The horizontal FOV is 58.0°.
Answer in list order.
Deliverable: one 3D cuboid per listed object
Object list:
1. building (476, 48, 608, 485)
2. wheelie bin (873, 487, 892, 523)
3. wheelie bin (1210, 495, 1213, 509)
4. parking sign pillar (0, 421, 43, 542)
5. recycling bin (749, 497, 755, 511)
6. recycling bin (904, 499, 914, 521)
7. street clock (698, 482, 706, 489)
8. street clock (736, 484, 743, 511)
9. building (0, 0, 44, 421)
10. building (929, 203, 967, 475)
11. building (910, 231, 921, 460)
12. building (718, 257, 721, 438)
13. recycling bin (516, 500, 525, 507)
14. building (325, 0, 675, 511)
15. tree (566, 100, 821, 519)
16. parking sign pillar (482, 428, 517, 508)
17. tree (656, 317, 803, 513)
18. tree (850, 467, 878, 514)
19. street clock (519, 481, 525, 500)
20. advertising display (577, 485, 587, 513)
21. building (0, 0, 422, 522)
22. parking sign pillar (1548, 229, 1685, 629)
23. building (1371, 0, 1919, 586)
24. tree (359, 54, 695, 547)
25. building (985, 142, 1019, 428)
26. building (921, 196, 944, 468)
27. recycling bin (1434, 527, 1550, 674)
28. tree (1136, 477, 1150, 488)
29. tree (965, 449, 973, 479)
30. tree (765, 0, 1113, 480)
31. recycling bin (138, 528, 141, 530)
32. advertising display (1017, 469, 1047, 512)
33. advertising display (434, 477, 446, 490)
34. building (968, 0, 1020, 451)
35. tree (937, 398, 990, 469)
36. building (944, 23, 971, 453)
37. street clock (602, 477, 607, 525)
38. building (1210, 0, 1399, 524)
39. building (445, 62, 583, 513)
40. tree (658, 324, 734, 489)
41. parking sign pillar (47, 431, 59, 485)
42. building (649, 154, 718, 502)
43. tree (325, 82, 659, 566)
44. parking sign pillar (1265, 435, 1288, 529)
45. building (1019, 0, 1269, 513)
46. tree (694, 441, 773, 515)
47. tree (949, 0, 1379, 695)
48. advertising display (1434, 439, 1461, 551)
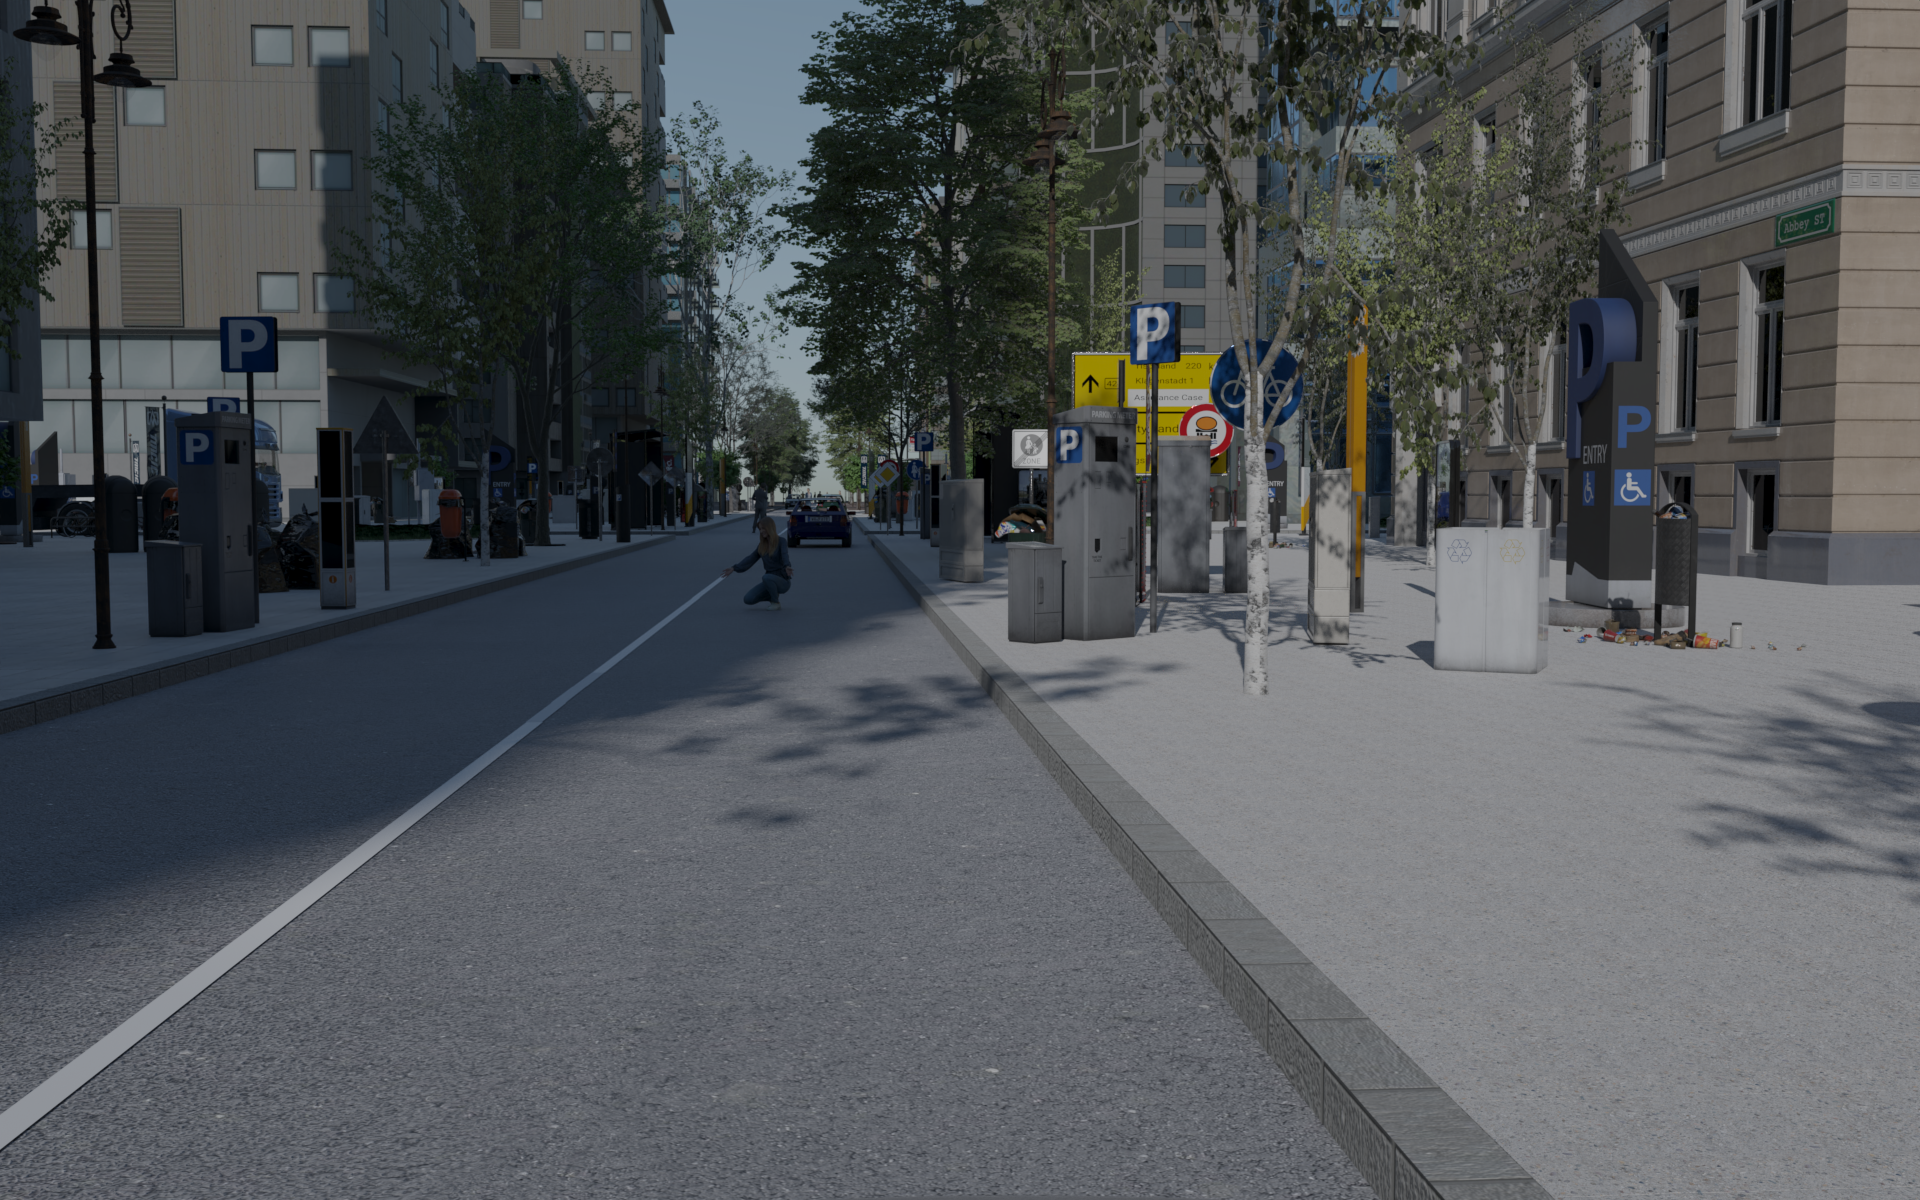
[{"bbox_3d":[-44.369,-27.753,145.642,32.217,40.220,23.993,0,4,-4],"label":"building"},{"bbox_3d":[-3.432,-4.261,77.568,0.693,1.594,0.980,2,4,33],"label":"wheelie bin"},{"bbox_3d":[7.127,-2.688,51.864,0.693,1.594,0.980,-3,5,-42],"label":"wheelie bin"},{"bbox_3d":[-25.406,-3.539,46.331,1.447,3.967,1.447,-1,4,-21],"label":"parking sign pillar"},{"bbox_3d":[-15.423,-7.215,130.524,0.722,1.027,0.722,2,4,33],"label":"recycling bin"},{"bbox_3d":[-2.575,-4.234,81.780,0.722,1.027,0.722,0,4,6],"label":"recycling bin"},{"bbox_3d":[-15.533,-6.105,104.389,0.471,2.002,0.358,1,4,14],"label":"street clock"},{"bbox_3d":[-16.426,-7.613,129.049,0.358,2.002,0.471,3,4,38],"label":"street clock"},{"bbox_3d":[-26.728,-21.334,32.408,14.086,41.232,14.154,0,4,-4],"label":"building"},{"bbox_3d":[2.466,-34.378,245.676,14.154,41.232,14.086,0,4,-4],"label":"building"},{"bbox_3d":[3.236,-38.361,281.833,22.147,44.769,28.867,0,4,-4],"label":"building"},{"bbox_3d":[-49.664,-40.078,274.885,23.786,49.044,30.456,0,4,-4],"label":"building"},{"bbox_3d":[-19.630,-3.967,77.419,0.722,1.027,0.722,-2,4,-30],"label":"recycling bin"},{"bbox_3d":[-43.545,-35.613,171.508,28.713,52.752,27.495,0,4,-4],"label":"building"},{"bbox_3d":[-13.478,-14.088,86.229,12.611,20.169,13.585,0,3,0],"label":"tree"},{"bbox_3d":[-18.477,-4.948,69.370,1.447,3.967,1.447,0,4,-1],"label":"parking sign pillar"},{"bbox_3d":[-16.086,-12.835,120.216,12.009,13.543,11.850,0,3,0],"label":"tree"},{"bbox_3d":[-5.615,-7.063,110.083,1.663,3.219,1.824,0,3,0],"label":"tree"},{"bbox_3d":[-24.054,-5.539,95.127,0.358,2.002,0.471,-1,4,-17],"label":"street clock"},{"bbox_3d":[-25.944,-6.986,119.432,0.974,1.923,0.123,-1,4,-17],"label":"advertising display"},{"bbox_3d":[-40.502,-30.525,88.322,28.713,52.752,27.495,0,4,-4],"label":"building"},{"bbox_3d":[6.411,-1.749,17.066,1.447,3.967,1.447,0,4,2],"label":"parking sign pillar"},{"bbox_3d":[17.657,-15.146,33.545,13.634,28.700,20.117,0,4,-4],"label":"building"},{"bbox_3d":[-10.341,-7.122,42.208,9.928,11.665,9.643,0,3,0],"label":"tree"},{"bbox_3d":[8.943,-22.862,145.499,14.160,30.474,14.107,0,4,-4],"label":"building"},{"bbox_3d":[1.398,-37.289,259.791,14.600,45.320,14.200,0,4,-4],"label":"building"},{"bbox_3d":[3.925,-0.013,12.761,0.722,1.027,0.722,2,4,25],"label":"recycling bin"},{"bbox_3d":[8.737,-5.567,85.614,1.663,3.219,1.824,0,3,0],"label":"tree"},{"bbox_3d":[1.088,-7.814,111.469,4.285,4.588,4.351,0,3,0],"label":"tree"},{"bbox_3d":[-0.354,-7.145,34.950,7.486,12.596,7.792,0,3,0],"label":"tree"},{"bbox_3d":[-29.331,-3.072,62.786,0.722,1.027,0.722,1,4,21],"label":"recycling bin"},{"bbox_3d":[1.949,-2.399,44.430,0.974,1.923,0.123,1,4,22],"label":"advertising display"},{"bbox_3d":[-19.516,-3.630,64.572,0.974,1.923,0.123,3,4,37],"label":"advertising display"},{"bbox_3d":[12.214,-33.016,163.516,21.300,48.544,21.600,0,4,-4],"label":"building"},{"bbox_3d":[0.281,-10.254,118.018,4.737,8.622,4.395,0,3,0],"label":"tree"},{"bbox_3d":[13.480,-36.624,188.048,28.713,52.752,27.495,0,4,-4],"label":"building"},{"bbox_3d":[-14.855,-4.107,71.715,0.471,2.002,0.358,1,4,9],"label":"street clock"},{"bbox_3d":[28.320,-47.176,84.005,31.000,86.520,22.319,0,4,-4],"label":"building"},{"bbox_3d":[-34.219,-21.263,119.355,14.160,30.474,14.107,0,4,-4],"label":"building"},{"bbox_3d":[-11.777,-7.601,74.642,4.737,8.622,4.395,0,3,0],"label":"tree"},{"bbox_3d":[-38.987,-5.216,73.752,1.447,3.967,1.447,1,4,8],"label":"parking sign pillar"},{"bbox_3d":[-47.633,-38.177,243.794,23.786,49.044,30.456,0,4,-4],"label":"building"},{"bbox_3d":[-8.682,-4.921,30.816,4.737,8.622,4.395,0,3,0],"label":"tree"},{"bbox_3d":[11.520,-4.656,64.601,1.447,3.967,1.447,-1,4,-11],"label":"parking sign pillar"},{"bbox_3d":[13.406,-42.093,126.469,20.563,71.187,20.611,0,4,-4],"label":"building"},{"bbox_3d":[-14.875,-7.574,107.542,4.285,4.588,4.351,0,3,0],"label":"tree"},{"bbox_3d":[1.793,-3.687,10.650,4.360,8.622,3.978,0,3,0],"label":"tree"},{"bbox_3d":[5.868,-0.959,20.887,0.123,1.923,0.974,0,4,5],"label":"advertising display"}]
